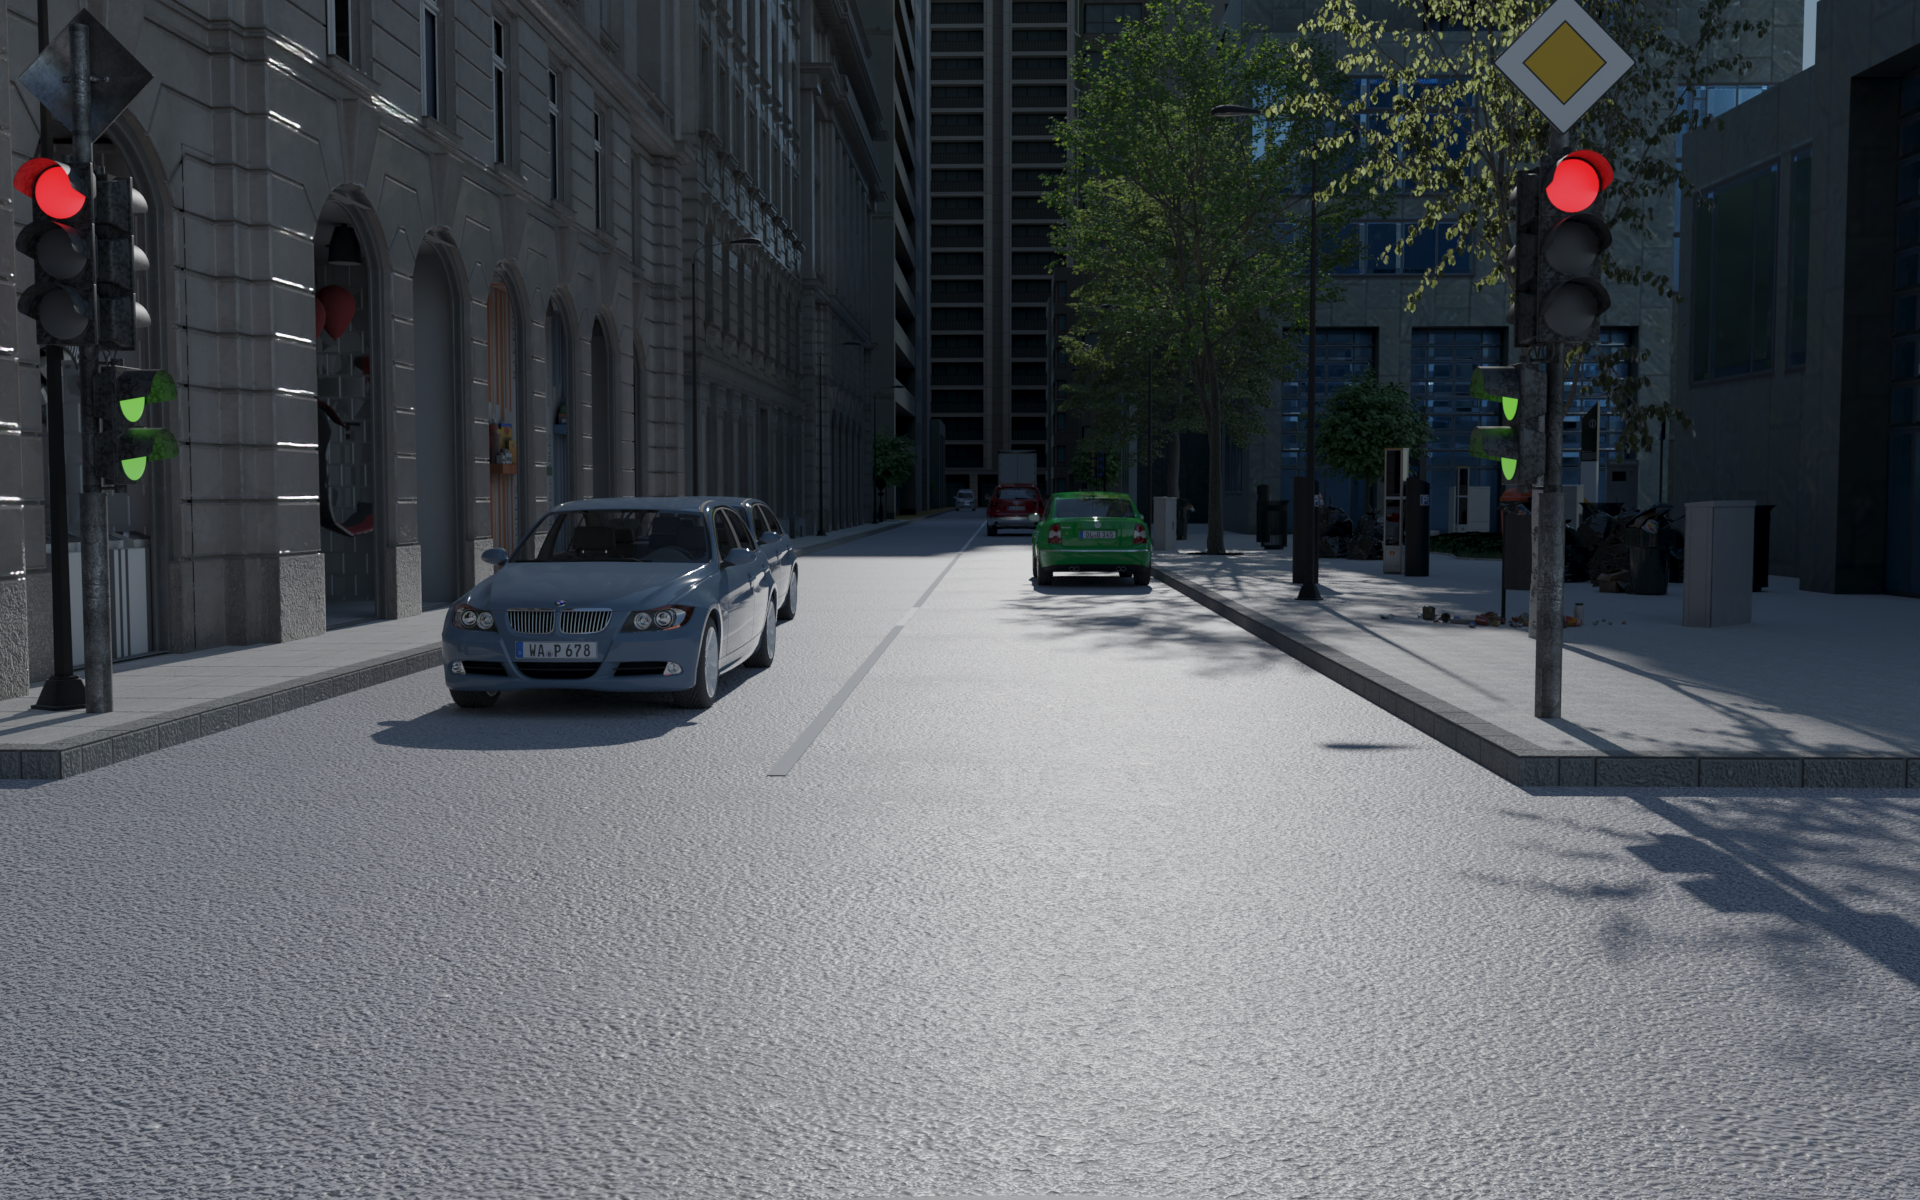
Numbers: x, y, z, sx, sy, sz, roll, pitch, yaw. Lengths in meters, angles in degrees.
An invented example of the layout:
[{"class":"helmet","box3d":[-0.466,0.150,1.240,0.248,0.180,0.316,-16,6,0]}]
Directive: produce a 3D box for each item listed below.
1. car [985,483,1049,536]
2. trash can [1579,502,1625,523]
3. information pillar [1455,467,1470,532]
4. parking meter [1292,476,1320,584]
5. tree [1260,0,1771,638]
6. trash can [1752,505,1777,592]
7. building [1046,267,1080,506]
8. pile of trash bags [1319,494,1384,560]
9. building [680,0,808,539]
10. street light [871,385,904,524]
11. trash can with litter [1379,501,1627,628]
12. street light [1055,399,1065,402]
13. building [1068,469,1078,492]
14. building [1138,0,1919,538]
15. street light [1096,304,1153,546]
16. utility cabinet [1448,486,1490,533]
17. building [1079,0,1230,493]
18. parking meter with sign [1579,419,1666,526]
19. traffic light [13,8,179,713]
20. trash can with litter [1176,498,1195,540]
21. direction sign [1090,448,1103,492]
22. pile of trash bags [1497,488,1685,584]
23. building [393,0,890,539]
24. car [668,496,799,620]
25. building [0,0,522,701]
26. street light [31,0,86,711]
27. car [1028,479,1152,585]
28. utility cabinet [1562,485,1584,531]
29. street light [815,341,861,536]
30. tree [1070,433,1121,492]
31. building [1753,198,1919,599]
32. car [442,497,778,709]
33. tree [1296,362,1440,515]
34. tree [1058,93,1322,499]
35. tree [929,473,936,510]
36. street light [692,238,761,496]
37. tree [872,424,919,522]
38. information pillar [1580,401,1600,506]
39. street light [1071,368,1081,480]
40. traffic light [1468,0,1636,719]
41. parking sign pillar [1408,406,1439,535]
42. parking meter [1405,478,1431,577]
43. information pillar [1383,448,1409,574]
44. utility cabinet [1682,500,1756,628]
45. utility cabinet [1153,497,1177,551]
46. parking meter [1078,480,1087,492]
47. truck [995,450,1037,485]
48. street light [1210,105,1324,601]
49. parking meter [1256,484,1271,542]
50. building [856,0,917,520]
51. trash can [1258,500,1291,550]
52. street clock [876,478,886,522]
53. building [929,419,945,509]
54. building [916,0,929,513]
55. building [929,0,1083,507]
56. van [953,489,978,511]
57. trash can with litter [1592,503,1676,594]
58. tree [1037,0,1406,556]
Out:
[{"class":"car","box3d":[1.983,-3.168,60.473,2.281,1.827,5.304,0,4,2]},{"class":"trash can","box3d":[10.886,-1.087,29.419,0.748,1.137,0.748,0,3,0]},{"class":"information pillar","box3d":[13.630,-2.601,47.024,0.304,2.012,0.304,0,4,5]},{"class":"parking meter","box3d":[4.965,-1.006,24.854,0.372,1.533,0.369,0,3,0]},{"class":"tree","box3d":[4.985,-3.956,15.044,4.360,8.622,3.978,0,3,0]},{"class":"trash can","box3d":[10.347,-0.685,22.855,0.748,1.137,0.748,0,3,0]},{"class":"building","box3d":[21.417,-18.426,146.310,27.650,21.520,28.899,0,4,2]},{"class":"pile of trash bags","box3d":[7.902,-1.558,35.219,1.912,1.369,3.447,-2,4,-24]},{"class":"building","box3d":[-9.594,-11.871,43.241,9.793,20.994,18.267,0,4,2]},{"class":"street light","box3d":[-3.097,-6.211,74.093,1.470,5.913,1.316,0,4,2]},{"class":"trash can with litter","box3d":[5.333,-0.380,17.270,2.233,1.210,1.678,3,5,39]},{"class":"street light","box3d":[5.353,-6.876,84.971,1.470,5.913,1.316,0,4,2]},{"class":"building","box3d":[23.794,-26.139,119.258,32.217,40.220,23.993,0,4,2]},{"class":"building","box3d":[18.662,-46.138,67.024,22.319,86.520,31.000,0,4,2]},{"class":"street light","box3d":[4.116,-4.279,42.509,1.470,5.913,1.316,0,4,2]},{"class":"utility cabinet","box3d":[14.882,-2.567,50.656,1.173,1.500,0.318,-1,4,-15]},{"class":"building","box3d":[13.912,-20.129,100.811,14.160,30.474,14.107,0,4,2]},{"class":"parking meter with sign","box3d":[14.709,-2.585,38.534,1.738,3.016,0.543,1,4,17]},{"class":"traffic light","box3d":[-5.046,-1.294,10.070,0.839,4.253,0.868,0,4,2]},{"class":"trash can with litter","box3d":[6.009,-2.239,47.996,0.624,1.170,1.055,2,4,34]},{"class":"direction sign","box3d":[6.626,-5.640,84.214,0.379,3.537,0.876,-3,5,-41]},{"class":"pile of trash bags","box3d":[8.985,-0.928,24.918,3.447,1.369,1.912,-2,4,-34]},{"class":"building","box3d":[-10.035,-13.612,64.356,13.314,21.916,24.055,0,4,2]},{"class":"car","box3d":[-2.829,-0.400,18.550,2.014,1.417,4.499,0,4,3]},{"class":"building","box3d":[-11.489,-10.986,21.421,13.314,21.916,24.055,0,4,2]},{"class":"street light","box3d":[-4.837,-2.303,10.201,1.470,5.913,1.316,0,4,2]},{"class":"car","box3d":[2.111,-1.207,28.526,1.959,1.807,4.718,0,4,0]},{"class":"utility cabinet","box3d":[14.150,-1.976,40.984,0.318,1.500,1.173,-3,4,-36]},{"class":"street light","box3d":[-3.706,-4.909,52.805,1.470,5.913,1.316,0,4,2]},{"class":"tree","box3d":[7.389,-6.652,92.476,4.285,4.588,4.351,0,3,0]},{"class":"building","box3d":[26.640,-43.152,18.200,31.000,86.520,22.319,0,4,2]},{"class":"car","box3d":[-2.465,-0.068,13.114,2.014,1.417,4.499,0,4,2]},{"class":"tree","box3d":[10.155,-3.620,42.903,4.285,4.588,4.351,0,3,0]},{"class":"tree","box3d":[6.570,-8.048,49.712,7.486,12.596,7.792,0,3,0]},{"class":"tree","box3d":[-2.638,-8.781,138.178,1.663,3.219,1.824,0,3,0]},{"class":"street light","box3d":[-4.299,-3.611,31.574,1.470,5.913,1.316,0,4,2]},{"class":"tree","box3d":[-3.585,-5.979,81.470,4.285,4.588,4.351,0,3,0]},{"class":"information pillar","box3d":[16.015,-3.221,44.023,0.183,3.616,0.504,-2,4,-33]},{"class":"street light","box3d":[4.786,-5.578,63.738,1.470,5.913,1.316,0,4,2]},{"class":"traffic light","box3d":[3.363,-1.280,9.850,0.839,4.253,0.868,0,4,2]},{"class":"parking sign pillar","box3d":[13.810,-3.915,52.486,1.447,3.967,1.447,1,4,22]},{"class":"parking meter","box3d":[7.132,-1.137,26.995,0.372,1.533,0.369,0,3,0]},{"class":"information pillar","box3d":[6.984,-1.422,27.749,0.304,2.012,0.304,2,4,33]},{"class":"utility cabinet","box3d":[7.456,-0.359,17.029,1.020,1.237,0.306,-3,5,-45]},{"class":"utility cabinet","box3d":[4.715,-1.750,39.777,0.306,1.237,1.020,1,4,21]},{"class":"parking meter","box3d":[5.235,-4.162,73.758,0.255,1.863,0.399,-2,4,-26]},{"class":"truck","box3d":[3.762,-7.761,115.804,2.839,4.237,11.283,0,4,1]},{"class":"street light","box3d":[3.693,-2.954,20.844,1.470,5.913,1.316,0,4,2]},{"class":"parking meter","box3d":[8.065,-2.300,46.013,0.372,1.533,0.369,0,3,0]},{"class":"building","box3d":[-13.624,-28.877,95.834,21.300,48.544,21.600,0,4,2]},{"class":"trash can","box3d":[7.267,-1.737,40.051,0.748,1.137,0.748,0,3,0]},{"class":"street clock","box3d":[-3.576,-4.505,78.228,0.471,2.002,0.358,1,4,12]},{"class":"building","box3d":[-17.195,-51.144,148.873,31.000,86.520,22.319,0,4,2]},{"class":"building","box3d":[-13.272,-35.376,120.389,21.231,58.520,28.212,0,4,2]},{"class":"building","box3d":[6.812,-45.236,177.862,20.611,71.187,20.563,0,4,2]},{"class":"van","box3d":[0.476,-8.434,144.902,2.013,2.044,4.112,0,4,1]},{"class":"trash can with litter","box3d":[8.629,-0.665,22.258,0.624,1.170,1.055,-2,4,-32]},{"class":"tree","box3d":[5.236,-6.760,36.277,9.928,11.665,9.643,0,3,0]}]
